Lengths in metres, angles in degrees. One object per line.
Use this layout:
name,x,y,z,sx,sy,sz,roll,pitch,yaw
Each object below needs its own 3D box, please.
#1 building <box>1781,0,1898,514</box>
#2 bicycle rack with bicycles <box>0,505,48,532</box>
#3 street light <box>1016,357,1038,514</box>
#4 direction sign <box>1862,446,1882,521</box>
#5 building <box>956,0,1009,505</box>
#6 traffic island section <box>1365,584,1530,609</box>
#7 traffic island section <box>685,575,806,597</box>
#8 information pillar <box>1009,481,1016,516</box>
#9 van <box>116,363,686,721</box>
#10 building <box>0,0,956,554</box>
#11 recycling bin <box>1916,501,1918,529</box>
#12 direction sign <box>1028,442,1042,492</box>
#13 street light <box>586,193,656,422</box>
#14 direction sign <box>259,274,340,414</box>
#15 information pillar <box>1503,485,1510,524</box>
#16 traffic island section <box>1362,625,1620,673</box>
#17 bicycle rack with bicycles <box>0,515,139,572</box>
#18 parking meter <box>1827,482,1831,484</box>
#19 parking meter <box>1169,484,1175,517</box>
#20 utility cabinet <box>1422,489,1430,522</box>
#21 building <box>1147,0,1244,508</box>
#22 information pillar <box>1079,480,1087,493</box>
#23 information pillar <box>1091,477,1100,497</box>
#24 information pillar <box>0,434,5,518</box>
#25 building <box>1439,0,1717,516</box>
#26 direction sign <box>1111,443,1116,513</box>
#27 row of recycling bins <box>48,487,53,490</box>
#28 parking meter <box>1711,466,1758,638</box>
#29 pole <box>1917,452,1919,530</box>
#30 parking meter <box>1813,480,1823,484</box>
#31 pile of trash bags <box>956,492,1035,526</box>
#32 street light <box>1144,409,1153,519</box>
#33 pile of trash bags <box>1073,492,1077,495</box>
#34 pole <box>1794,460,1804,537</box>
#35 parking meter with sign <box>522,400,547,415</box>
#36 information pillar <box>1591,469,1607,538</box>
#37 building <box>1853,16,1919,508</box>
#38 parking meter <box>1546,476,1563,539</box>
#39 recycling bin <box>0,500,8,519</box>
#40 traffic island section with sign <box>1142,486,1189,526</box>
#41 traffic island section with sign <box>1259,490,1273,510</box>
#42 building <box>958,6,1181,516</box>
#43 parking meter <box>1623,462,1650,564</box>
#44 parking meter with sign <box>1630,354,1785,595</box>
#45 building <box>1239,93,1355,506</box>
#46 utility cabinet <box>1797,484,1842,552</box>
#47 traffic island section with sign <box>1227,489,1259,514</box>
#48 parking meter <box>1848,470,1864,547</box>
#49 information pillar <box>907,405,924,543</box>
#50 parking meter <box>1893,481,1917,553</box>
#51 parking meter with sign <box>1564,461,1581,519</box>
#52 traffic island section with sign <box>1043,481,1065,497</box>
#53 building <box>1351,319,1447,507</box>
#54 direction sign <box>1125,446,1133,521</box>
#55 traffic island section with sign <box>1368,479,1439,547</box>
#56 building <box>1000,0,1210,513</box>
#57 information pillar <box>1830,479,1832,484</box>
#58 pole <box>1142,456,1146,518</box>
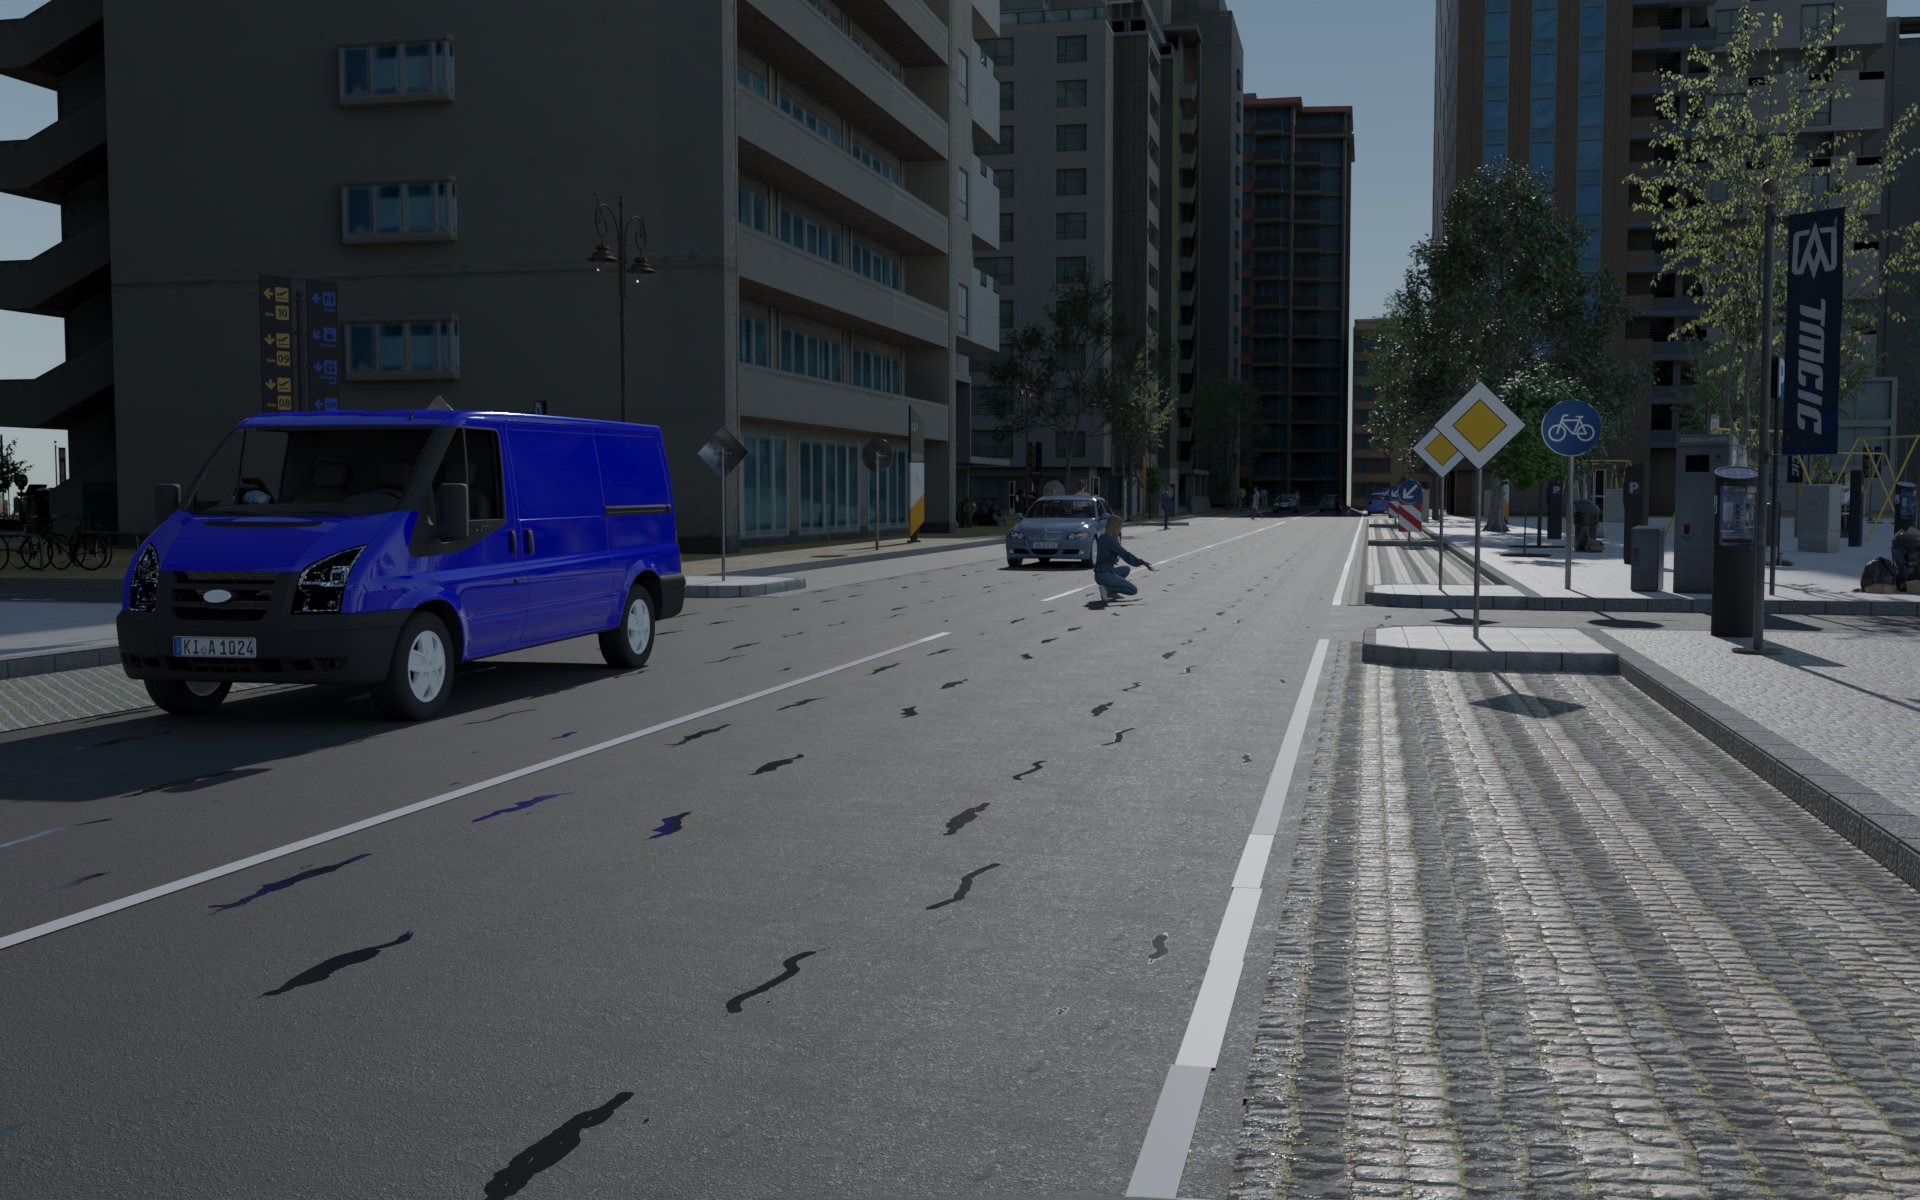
building,48.597,-32.727,124.333,28.713,52.752,27.495,1,4,13
bicycle rack with bicycles,-36.031,-3.117,64.346,2.852,0.926,2.925,-1,4,-10
street light,2.268,-5.251,58.634,0.468,5.910,1.993,1,4,13
direction sign,43.526,-5.548,82.709,0.379,3.537,0.876,-3,4,-38
building,-13.471,-30.102,81.408,28.713,52.752,27.495,1,4,13
traffic island section,6.455,-0.056,23.203,2.009,0.180,2.903,1,4,13
traffic island section,-3.511,-0.200,25.558,2.009,0.180,2.903,1,4,13
information pillar,3.010,-5.806,99.417,0.304,2.012,0.304,1,4,18
van,-3.886,-0.517,12.843,2.240,2.365,5.245,1,4,12
building,-12.918,-25.952,48.025,21.300,48.544,21.600,1,4,13
recycling bin,34.476,-3.017,61.882,0.722,1.027,0.722,1,4,12
direction sign,3.231,-5.119,75.690,0.876,3.537,0.379,3,5,41
street light,-5.233,-3.312,26.933,0.468,5.910,1.993,1,4,13
direction sign,-6.922,-1.605,18.243,0.379,3.537,0.876,3,4,38
information pillar,23.226,-5.038,73.719,0.183,3.616,0.504,-1,4,-11
traffic island section,4.616,0.419,15.432,2.009,0.180,2.903,1,4,13
bicycle rack with bicycles,-15.462,-0.995,29.644,2.925,0.926,2.852,2,4,30
parking meter,36.413,-4.104,72.818,0.399,1.863,0.255,1,4,19
parking meter,12.037,-5.695,98.817,0.399,1.863,0.255,3,4,39
utility cabinet,21.285,-4.316,79.241,0.318,1.500,1.173,1,4,13
building,15.391,-33.084,164.631,21.600,48.544,21.300,1,4,13
information pillar,6.239,-5.118,88.164,0.304,2.012,0.304,-2,4,-28
information pillar,5.831,-4.296,74.737,0.304,2.012,0.304,-1,4,-10
information pillar,-37.729,-4.698,68.166,0.183,3.616,0.504,-3,5,-42
building,37.178,-27.875,105.871,14.600,45.320,14.200,1,4,13
direction sign,6.780,-5.173,76.577,0.379,3.537,0.876,1,4,15
row of recycling bins,-55.173,-6.022,105.579,3.534,1.692,1.069,2,4,25
parking meter,6.985,-0.440,15.605,0.372,1.533,0.369,0,3,0
pole,32.767,-3.985,59.001,0.158,3.312,0.155,0,3,0
parking meter,34.435,-3.905,69.553,0.255,1.863,0.399,0,4,2
pile of trash bags,1.346,-3.650,69.434,3.447,1.369,1.912,0,4,-7
street light,9.913,-7.187,90.301,0.468,5.910,1.993,1,4,13
pile of trash bags,4.678,-4.505,83.401,1.912,1.369,3.447,-3,5,-43
pole,24.881,-3.515,51.319,0.158,3.312,0.155,0,3,0
parking meter with sign,-8.531,-2.182,31.942,1.738,3.016,0.543,-2,4,-30
information pillar,18.793,-2.836,50.863,0.304,2.012,0.304,2,4,27
building,81.561,-28.640,151.852,14.086,41.232,14.154,1,4,13
parking meter,16.871,-2.657,49.157,0.399,1.863,0.255,0,4,4
recycling bin,-40.868,-3.728,73.506,0.722,1.027,0.722,-3,5,-41
traffic island section with sign,9.350,-4.271,78.461,1.989,1.847,2.006,1,4,13
traffic island section with sign,26.539,-8.712,151.067,1.989,1.847,2.006,1,4,13
building,5.885,-20.543,107.586,14.160,30.474,14.107,1,4,13
parking meter,12.386,-1.592,31.746,0.255,1.863,0.399,-3,5,-43
parking meter with sign,9.625,-1.596,22.362,1.738,3.016,0.543,2,4,34
building,28.910,-32.919,192.851,28.867,44.769,22.147,1,4,13
utility cabinet,18.979,-1.810,38.276,0.318,1.500,1.173,0,4,-4
traffic island section with sign,20.327,-7.107,124.834,1.989,1.847,2.006,1,4,13
parking meter,21.882,-2.237,42.281,0.255,1.863,0.399,3,4,37
information pillar,-1.166,-3.336,45.895,0.504,3.616,0.183,-3,5,-43
parking meter,18.190,-1.524,33.331,0.372,1.533,0.369,0,3,0
parking meter with sign,32.083,-5.765,90.522,0.543,3.016,1.738,0,4,-2
traffic island section with sign,2.693,-2.549,50.297,1.989,1.847,2.006,1,4,13
building,57.772,-21.047,189.159,28.899,21.520,27.650,1,4,13
direction sign,8.011,-5.501,81.939,0.379,3.537,0.876,0,4,3
traffic island section with sign,12.315,-2.402,47.900,1.989,1.847,2.006,1,4,13
building,1.815,-26.661,127.786,32.217,40.220,23.993,1,4,13
information pillar,41.256,-4.727,81.778,0.304,2.012,0.304,0,4,3
pole,9.781,-6.001,91.957,0.158,3.312,0.155,0,3,0
